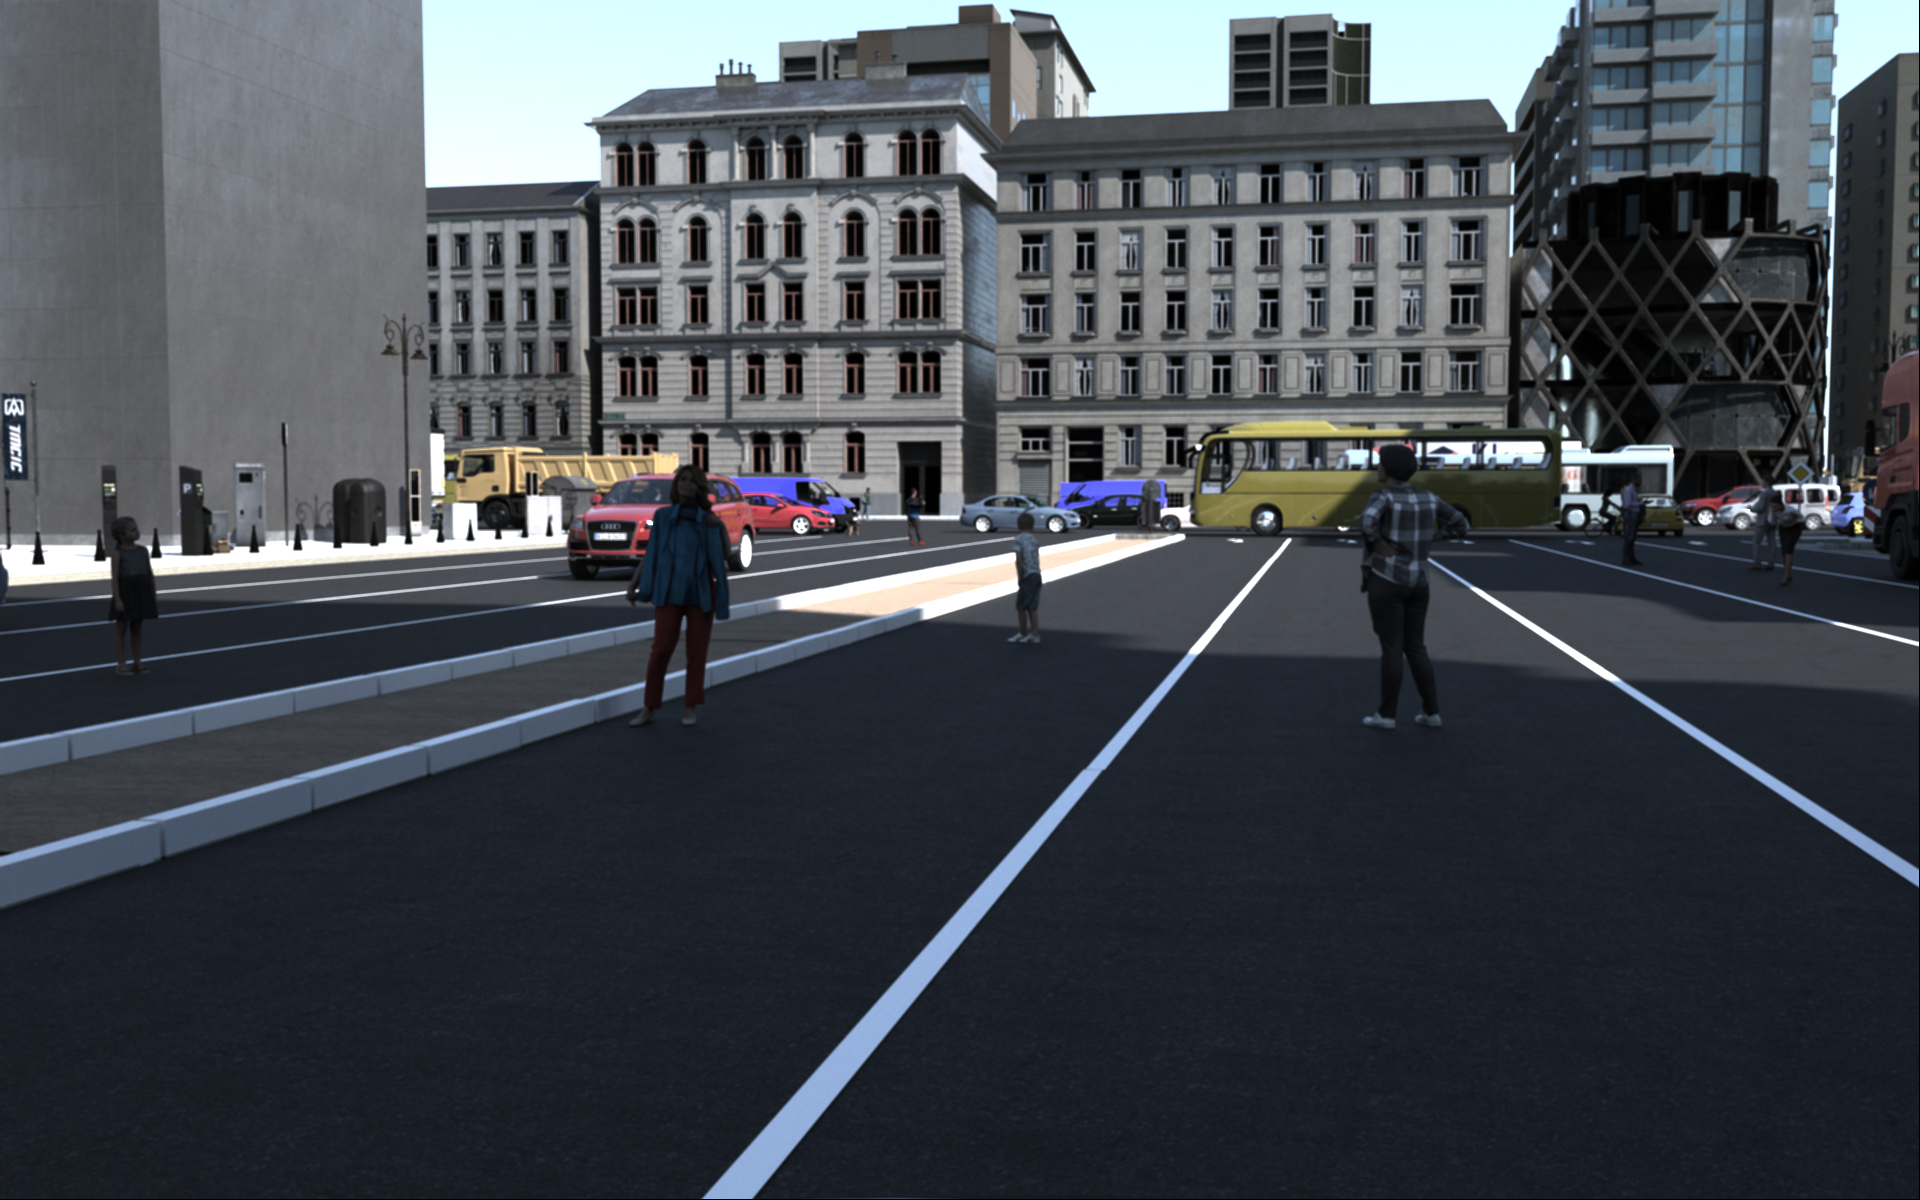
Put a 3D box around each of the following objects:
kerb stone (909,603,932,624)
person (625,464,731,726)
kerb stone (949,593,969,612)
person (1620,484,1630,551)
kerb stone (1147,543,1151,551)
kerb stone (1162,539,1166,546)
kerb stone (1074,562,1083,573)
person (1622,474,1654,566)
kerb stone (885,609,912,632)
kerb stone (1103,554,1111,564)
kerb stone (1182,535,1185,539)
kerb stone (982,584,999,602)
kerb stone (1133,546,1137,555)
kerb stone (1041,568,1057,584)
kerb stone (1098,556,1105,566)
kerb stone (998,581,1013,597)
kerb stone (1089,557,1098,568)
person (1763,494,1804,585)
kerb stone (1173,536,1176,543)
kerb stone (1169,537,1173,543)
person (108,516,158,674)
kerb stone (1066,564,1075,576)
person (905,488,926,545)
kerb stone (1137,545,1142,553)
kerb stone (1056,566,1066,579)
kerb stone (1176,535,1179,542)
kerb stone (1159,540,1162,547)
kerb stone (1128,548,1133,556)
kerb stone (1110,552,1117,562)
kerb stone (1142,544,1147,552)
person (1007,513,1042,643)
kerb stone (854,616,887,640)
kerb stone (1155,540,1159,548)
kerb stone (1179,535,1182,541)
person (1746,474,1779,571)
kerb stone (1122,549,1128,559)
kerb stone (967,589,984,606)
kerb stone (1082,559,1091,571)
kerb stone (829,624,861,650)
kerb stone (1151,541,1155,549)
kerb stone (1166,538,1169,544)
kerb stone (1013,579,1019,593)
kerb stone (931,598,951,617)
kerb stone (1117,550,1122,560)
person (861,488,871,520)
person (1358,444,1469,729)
[{"bbox_3d":[-0.509,0.170,19.415,0.120,0.150,1.000,1,4,12],"label":"kerb stone"},{"bbox_3d":[-1.725,-0.031,10.710,0.593,1.614,0.444,1,4,18],"label":"person"},{"bbox_3d":[-0.086,0.048,21.429,0.120,0.150,1.000,1,4,12],"label":"kerb stone"},{"bbox_3d":[16.568,-2.077,43.257,0.445,1.727,0.742,-1,4,-11],"label":"person"},{"bbox_3d":[4.640,-1.312,43.644,0.120,0.150,1.000,1,4,12],"label":"kerb stone"},{"bbox_3d":[5.505,-1.559,47.680,0.120,0.150,1.000,1,4,12],"label":"kerb stone"},{"bbox_3d":[2.064,-0.567,31.533,0.120,0.150,1.000,1,4,12],"label":"kerb stone"},{"bbox_3d":[13.587,-1.608,34.664,0.599,1.838,0.709,2,4,31],"label":"person"},{"bbox_3d":[-0.718,0.235,18.408,0.120,0.150,1.000,1,4,12],"label":"kerb stone"},{"bbox_3d":[2.926,-0.811,35.583,0.120,0.150,1.000,1,4,12],"label":"kerb stone"},{"bbox_3d":[6.785,-1.928,53.727,0.120,0.150,1.000,1,4,12],"label":"kerb stone"},{"bbox_3d":[0.344,-0.077,23.449,0.120,0.150,1.000,1,4,12],"label":"kerb stone"},{"bbox_3d":[3.989,-1.127,40.617,0.120,0.150,1.000,1,4,12],"label":"kerb stone"},{"bbox_3d":[1.423,-0.383,28.509,0.120,0.150,1.000,1,4,12],"label":"kerb stone"},{"bbox_3d":[2.712,-0.754,34.562,0.120,0.150,1.000,1,4,12],"label":"kerb stone"},{"bbox_3d":[0.568,-0.139,24.461,0.120,0.150,1.000,1,4,12],"label":"kerb stone"},{"bbox_3d":[2.492,-0.695,33.554,0.120,0.150,1.000,1,4,12],"label":"kerb stone"},{"bbox_3d":[12.911,-0.950,27.218,0.628,1.438,0.799,1,4,18],"label":"person"},{"bbox_3d":[6.137,-1.744,50.709,0.120,0.150,1.000,1,4,12],"label":"kerb stone"},{"bbox_3d":[5.933,-1.681,49.701,0.120,0.150,1.000,1,4,12],"label":"kerb stone"},{"bbox_3d":[-6.613,-0.043,13.872,0.373,1.253,0.362,3,4,37],"label":"person"},{"bbox_3d":[1.850,-0.505,30.528,0.120,0.150,1.000,1,4,12],"label":"kerb stone"},{"bbox_3d":[-1.223,-2.334,48.534,0.647,1.594,0.662,1,4,22],"label":"person"},{"bbox_3d":[4.209,-1.187,41.627,0.120,0.150,1.000,1,4,12],"label":"kerb stone"},{"bbox_3d":[1.634,-0.448,29.519,0.120,0.150,1.000,1,4,12],"label":"kerb stone"},{"bbox_3d":[6.360,-1.804,51.713,0.120,0.150,1.000,1,4,12],"label":"kerb stone"},{"bbox_3d":[5.280,-1.497,46.677,0.120,0.150,1.000,1,4,12],"label":"kerb stone"},{"bbox_3d":[3.776,-1.065,39.611,0.120,0.150,1.000,1,4,12],"label":"kerb stone"},{"bbox_3d":[3.143,-0.880,36.588,0.120,0.150,1.000,1,4,12],"label":"kerb stone"},{"bbox_3d":[4.423,-1.250,42.637,0.120,0.150,1.000,1,4,12],"label":"kerb stone"},{"bbox_3d":[0.626,-0.213,16.665,0.332,1.250,0.352,-1,4,-9],"label":"person"},{"bbox_3d":[-0.938,0.293,17.403,0.120,0.150,1.000,1,4,12],"label":"kerb stone"},{"bbox_3d":[5.068,-1.435,45.656,0.120,0.150,1.000,1,4,12],"label":"kerb stone"},{"bbox_3d":[6.575,-1.860,52.719,0.120,0.150,1.000,1,4,12],"label":"kerb stone"},{"bbox_3d":[15.087,-1.459,32.550,0.606,1.804,0.583,-2,4,-34],"label":"person"},{"bbox_3d":[3.573,-1.004,38.603,0.120,0.150,1.000,1,4,12],"label":"kerb stone"},{"bbox_3d":[0.126,-0.013,22.444,0.120,0.150,1.000,1,4,12],"label":"kerb stone"},{"bbox_3d":[2.277,-0.629,32.539,0.120,0.150,1.000,1,4,12],"label":"kerb stone"},{"bbox_3d":[-1.151,0.360,16.398,0.120,0.150,1.000,1,4,12],"label":"kerb stone"},{"bbox_3d":[4.854,-1.373,44.650,0.120,0.150,1.000,1,4,12],"label":"kerb stone"},{"bbox_3d":[5.703,-1.617,48.690,0.120,0.150,1.000,1,4,12],"label":"kerb stone"},{"bbox_3d":[0.782,-0.198,25.480,0.120,0.150,1.000,1,4,12],"label":"kerb stone"},{"bbox_3d":[-0.301,0.108,20.422,0.120,0.150,1.000,1,4,12],"label":"kerb stone"},{"bbox_3d":[3.352,-0.942,37.596,0.120,0.150,1.000,1,4,12],"label":"kerb stone"},{"bbox_3d":[-5.103,-5.262,94.889,0.721,1.781,0.623,-2,4,-26],"label":"person"},{"bbox_3d":[2.709,-0.085,10.611,0.841,1.734,0.376,-2,4,-23],"label":"person"}]
